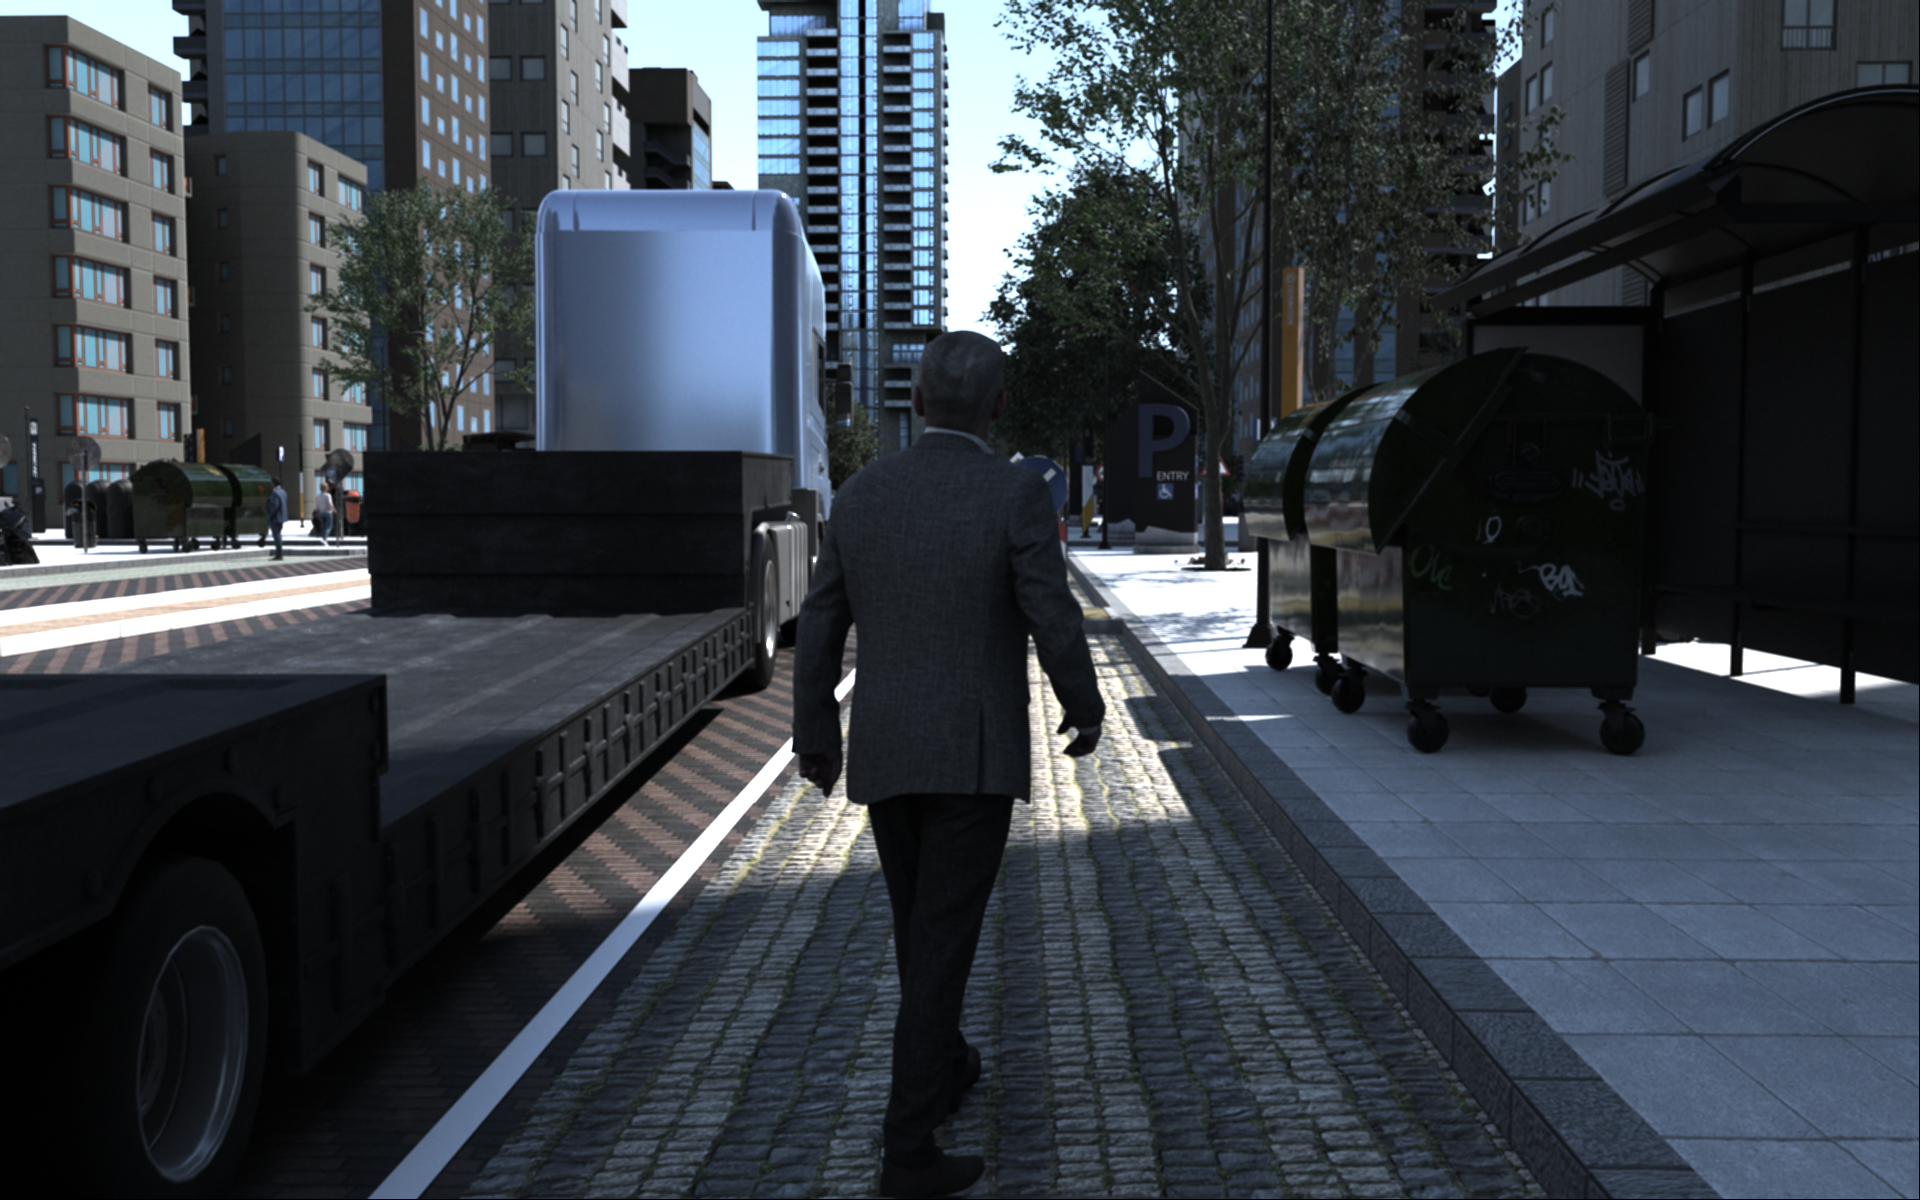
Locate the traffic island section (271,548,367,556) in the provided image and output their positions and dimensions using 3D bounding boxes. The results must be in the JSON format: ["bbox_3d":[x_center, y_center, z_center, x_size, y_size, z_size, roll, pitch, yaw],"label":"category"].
[{"bbox_3d":[-14.842,-1.161,41.259,2.009,0.180,2.903,0,4,2],"label":"traffic island section"}]

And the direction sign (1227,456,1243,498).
[{"bbox_3d":[16.342,-6.731,102.051,0.379,3.537,0.876,-3,4,-37],"label":"direction sign"}]

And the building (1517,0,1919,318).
[{"bbox_3d":[40.894,-29.626,73.623,27.495,52.752,28.713,0,4,2],"label":"building"}]

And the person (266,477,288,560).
[{"bbox_3d":[-14.676,-1.746,37.234,0.419,1.800,0.721,-1,4,-9],"label":"person"}]

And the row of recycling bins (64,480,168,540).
[{"bbox_3d":[-24.182,-2.597,49.582,3.534,1.692,1.069,1,4,21],"label":"row of recycling bins"}]

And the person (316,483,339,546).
[{"bbox_3d":[-17.159,-2.306,46.871,0.731,1.740,0.598,0,4,4],"label":"person"}]

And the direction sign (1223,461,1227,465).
[{"bbox_3d":[18.287,-7.678,117.537,0.876,3.537,0.379,0,4,-6],"label":"direction sign"}]

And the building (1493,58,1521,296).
[{"bbox_3d":[66.700,-33.578,172.698,21.600,48.544,21.300,0,4,2],"label":"building"}]

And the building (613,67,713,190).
[{"bbox_3d":[-33.835,-32.394,179.749,14.200,45.320,14.600,0,4,2],"label":"building"}]

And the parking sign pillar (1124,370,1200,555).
[{"bbox_3d":[4.459,-2.987,37.311,1.447,3.967,1.447,1,4,17],"label":"parking sign pillar"}]

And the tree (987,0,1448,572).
[{"bbox_3d":[4.290,-6.304,28.829,9.928,11.665,9.643,0,3,0],"label":"tree"}]

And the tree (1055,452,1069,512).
[{"bbox_3d":[5.656,-8.725,93.016,4.737,8.622,4.395,0,3,0],"label":"tree"}]

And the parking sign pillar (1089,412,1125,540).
[{"bbox_3d":[4.711,-3.672,48.502,1.447,3.967,1.447,-2,4,-34],"label":"parking sign pillar"}]

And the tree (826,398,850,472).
[{"bbox_3d":[-13.562,-13.525,155.545,8.767,10.594,7.601,1,4,11],"label":"tree"}]

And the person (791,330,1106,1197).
[{"bbox_3d":[-0.004,0.313,3.775,0.661,1.777,0.834,1,4,20],"label":"person"}]

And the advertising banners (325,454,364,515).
[{"bbox_3d":[-26.516,-4.844,75.382,2.074,3.025,0.090,-2,4,-27],"label":"advertising banners"}]

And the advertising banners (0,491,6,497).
[{"bbox_3d":[-35.270,-4.028,62.050,0.090,3.025,2.074,2,4,34],"label":"advertising banners"}]

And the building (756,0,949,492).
[{"bbox_3d":[-14.538,-56.176,231.142,31.000,86.520,22.319,0,4,2],"label":"building"}]

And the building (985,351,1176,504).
[{"bbox_3d":[16.033,-23.836,234.751,28.899,21.520,27.650,0,4,2],"label":"building"}]

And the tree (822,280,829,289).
[{"bbox_3d":[-16.076,-16.506,125.768,12.611,20.169,13.585,0,3,0],"label":"tree"}]

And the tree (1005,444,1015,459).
[{"bbox_3d":[9.475,-17.995,200.868,9.857,13.997,8.962,0,3,0],"label":"tree"}]

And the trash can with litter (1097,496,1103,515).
[{"bbox_3d":[8.591,-5.767,105.671,0.624,1.170,1.055,-1,4,-16],"label":"trash can with litter"}]

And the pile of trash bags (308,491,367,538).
[{"bbox_3d":[-18.475,-2.595,52.179,1.912,1.369,3.447,-2,4,-27],"label":"pile of trash bags"}]

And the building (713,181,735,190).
[{"bbox_3d":[-44.580,-35.451,234.255,28.867,44.769,22.147,0,4,2],"label":"building"}]

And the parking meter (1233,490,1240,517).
[{"bbox_3d":[15.536,-5.443,97.404,0.372,1.533,0.369,0,3,0],"label":"parking meter"}]

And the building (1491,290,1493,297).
[{"bbox_3d":[65.015,-27.822,226.585,14.107,30.474,14.160,0,4,2],"label":"building"}]

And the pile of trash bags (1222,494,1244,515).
[{"bbox_3d":[16.318,-5.784,104.323,1.912,1.369,3.447,2,4,32],"label":"pile of trash bags"}]

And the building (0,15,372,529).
[{"bbox_3d":[-45.501,-14.227,77.657,27.650,21.520,28.899,0,4,2],"label":"building"}]

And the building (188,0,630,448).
[{"bbox_3d":[-41.969,-33.570,138.107,28.713,52.752,27.495,0,4,2],"label":"building"}]

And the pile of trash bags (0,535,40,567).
[{"bbox_3d":[-18.484,-1.320,31.327,3.447,1.369,1.912,1,4,15],"label":"pile of trash bags"}]

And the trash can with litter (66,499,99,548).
[{"bbox_3d":[-20.868,-1.824,41.210,0.624,1.170,1.055,-1,4,-21],"label":"trash can with litter"}]

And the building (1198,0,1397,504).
[{"bbox_3d":[28.349,-30.563,149.819,14.600,45.320,14.200,0,4,2],"label":"building"}]

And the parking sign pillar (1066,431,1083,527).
[{"bbox_3d":[4.727,-4.867,68.044,1.447,3.967,1.447,2,4,26],"label":"parking sign pillar"}]

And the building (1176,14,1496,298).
[{"bbox_3d":[35.960,-35.546,170.421,28.713,52.752,27.495,0,4,2],"label":"building"}]

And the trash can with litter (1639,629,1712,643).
[{"bbox_3d":[6.369,-0.231,15.162,1.055,1.170,0.624,0,4,-1],"label":"trash can with litter"}]

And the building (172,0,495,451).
[{"bbox_3d":[-37.757,-27.895,106.197,14.600,45.320,14.200,0,4,2],"label":"building"}]

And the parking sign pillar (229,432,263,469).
[{"bbox_3d":[-30.739,-5.268,74.597,1.447,3.967,1.447,-1,4,-19],"label":"parking sign pillar"}]

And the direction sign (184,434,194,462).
[{"bbox_3d":[-29.089,-4.489,65.385,0.379,3.537,0.876,-3,5,-43],"label":"direction sign"}]

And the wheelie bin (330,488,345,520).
[{"bbox_3d":[-30.359,-4.690,84.593,0.693,1.594,0.980,3,4,38],"label":"wheelie bin"}]

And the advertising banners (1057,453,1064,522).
[{"bbox_3d":[4.291,-4.787,74.462,0.090,3.025,2.074,0,4,-6],"label":"advertising banners"}]

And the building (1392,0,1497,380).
[{"bbox_3d":[26.509,-28.456,115.368,14.600,45.320,14.200,0,4,2],"label":"building"}]

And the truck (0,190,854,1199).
[{"bbox_3d":[-2.604,-1.213,9.587,2.967,4.110,18.799,0,4,0],"label":"truck"}]

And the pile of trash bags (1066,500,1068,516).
[{"bbox_3d":[6.415,-5.608,101.450,3.447,1.369,1.912,1,4,17],"label":"pile of trash bags"}]

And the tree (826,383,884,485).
[{"bbox_3d":[-13.384,-15.369,168.287,9.611,12.733,9.660,0,3,0],"label":"tree"}]

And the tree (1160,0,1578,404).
[{"bbox_3d":[4.198,-4.173,18.587,4.360,8.622,3.978,0,3,0],"label":"tree"}]

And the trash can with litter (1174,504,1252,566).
[{"bbox_3d":[4.835,-1.292,32.181,1.678,1.210,2.233,1,4,17],"label":"trash can with litter"}]

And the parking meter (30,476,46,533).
[{"bbox_3d":[-30.118,-3.113,56.604,0.255,1.863,0.399,3,5,44],"label":"parking meter"}]

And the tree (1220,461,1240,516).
[{"bbox_3d":[15.234,-6.476,100.480,1.663,3.219,1.824,0,3,0],"label":"tree"}]

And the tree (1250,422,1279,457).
[{"bbox_3d":[13.617,-5.389,71.822,4.285,4.588,4.351,0,3,0],"label":"tree"}]

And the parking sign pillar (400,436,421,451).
[{"bbox_3d":[-25.553,-5.681,81.357,1.447,3.967,1.447,-3,5,-43],"label":"parking sign pillar"}]

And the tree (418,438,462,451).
[{"bbox_3d":[-28.934,-6.910,96.693,4.285,4.588,4.351,0,3,0],"label":"tree"}]

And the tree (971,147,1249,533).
[{"bbox_3d":[4.936,-8.591,57.475,9.611,12.733,9.660,0,3,0],"label":"tree"}]

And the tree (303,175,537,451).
[{"bbox_3d":[-16.792,-7.937,55.532,9.928,11.665,9.643,0,3,0],"label":"tree"}]
